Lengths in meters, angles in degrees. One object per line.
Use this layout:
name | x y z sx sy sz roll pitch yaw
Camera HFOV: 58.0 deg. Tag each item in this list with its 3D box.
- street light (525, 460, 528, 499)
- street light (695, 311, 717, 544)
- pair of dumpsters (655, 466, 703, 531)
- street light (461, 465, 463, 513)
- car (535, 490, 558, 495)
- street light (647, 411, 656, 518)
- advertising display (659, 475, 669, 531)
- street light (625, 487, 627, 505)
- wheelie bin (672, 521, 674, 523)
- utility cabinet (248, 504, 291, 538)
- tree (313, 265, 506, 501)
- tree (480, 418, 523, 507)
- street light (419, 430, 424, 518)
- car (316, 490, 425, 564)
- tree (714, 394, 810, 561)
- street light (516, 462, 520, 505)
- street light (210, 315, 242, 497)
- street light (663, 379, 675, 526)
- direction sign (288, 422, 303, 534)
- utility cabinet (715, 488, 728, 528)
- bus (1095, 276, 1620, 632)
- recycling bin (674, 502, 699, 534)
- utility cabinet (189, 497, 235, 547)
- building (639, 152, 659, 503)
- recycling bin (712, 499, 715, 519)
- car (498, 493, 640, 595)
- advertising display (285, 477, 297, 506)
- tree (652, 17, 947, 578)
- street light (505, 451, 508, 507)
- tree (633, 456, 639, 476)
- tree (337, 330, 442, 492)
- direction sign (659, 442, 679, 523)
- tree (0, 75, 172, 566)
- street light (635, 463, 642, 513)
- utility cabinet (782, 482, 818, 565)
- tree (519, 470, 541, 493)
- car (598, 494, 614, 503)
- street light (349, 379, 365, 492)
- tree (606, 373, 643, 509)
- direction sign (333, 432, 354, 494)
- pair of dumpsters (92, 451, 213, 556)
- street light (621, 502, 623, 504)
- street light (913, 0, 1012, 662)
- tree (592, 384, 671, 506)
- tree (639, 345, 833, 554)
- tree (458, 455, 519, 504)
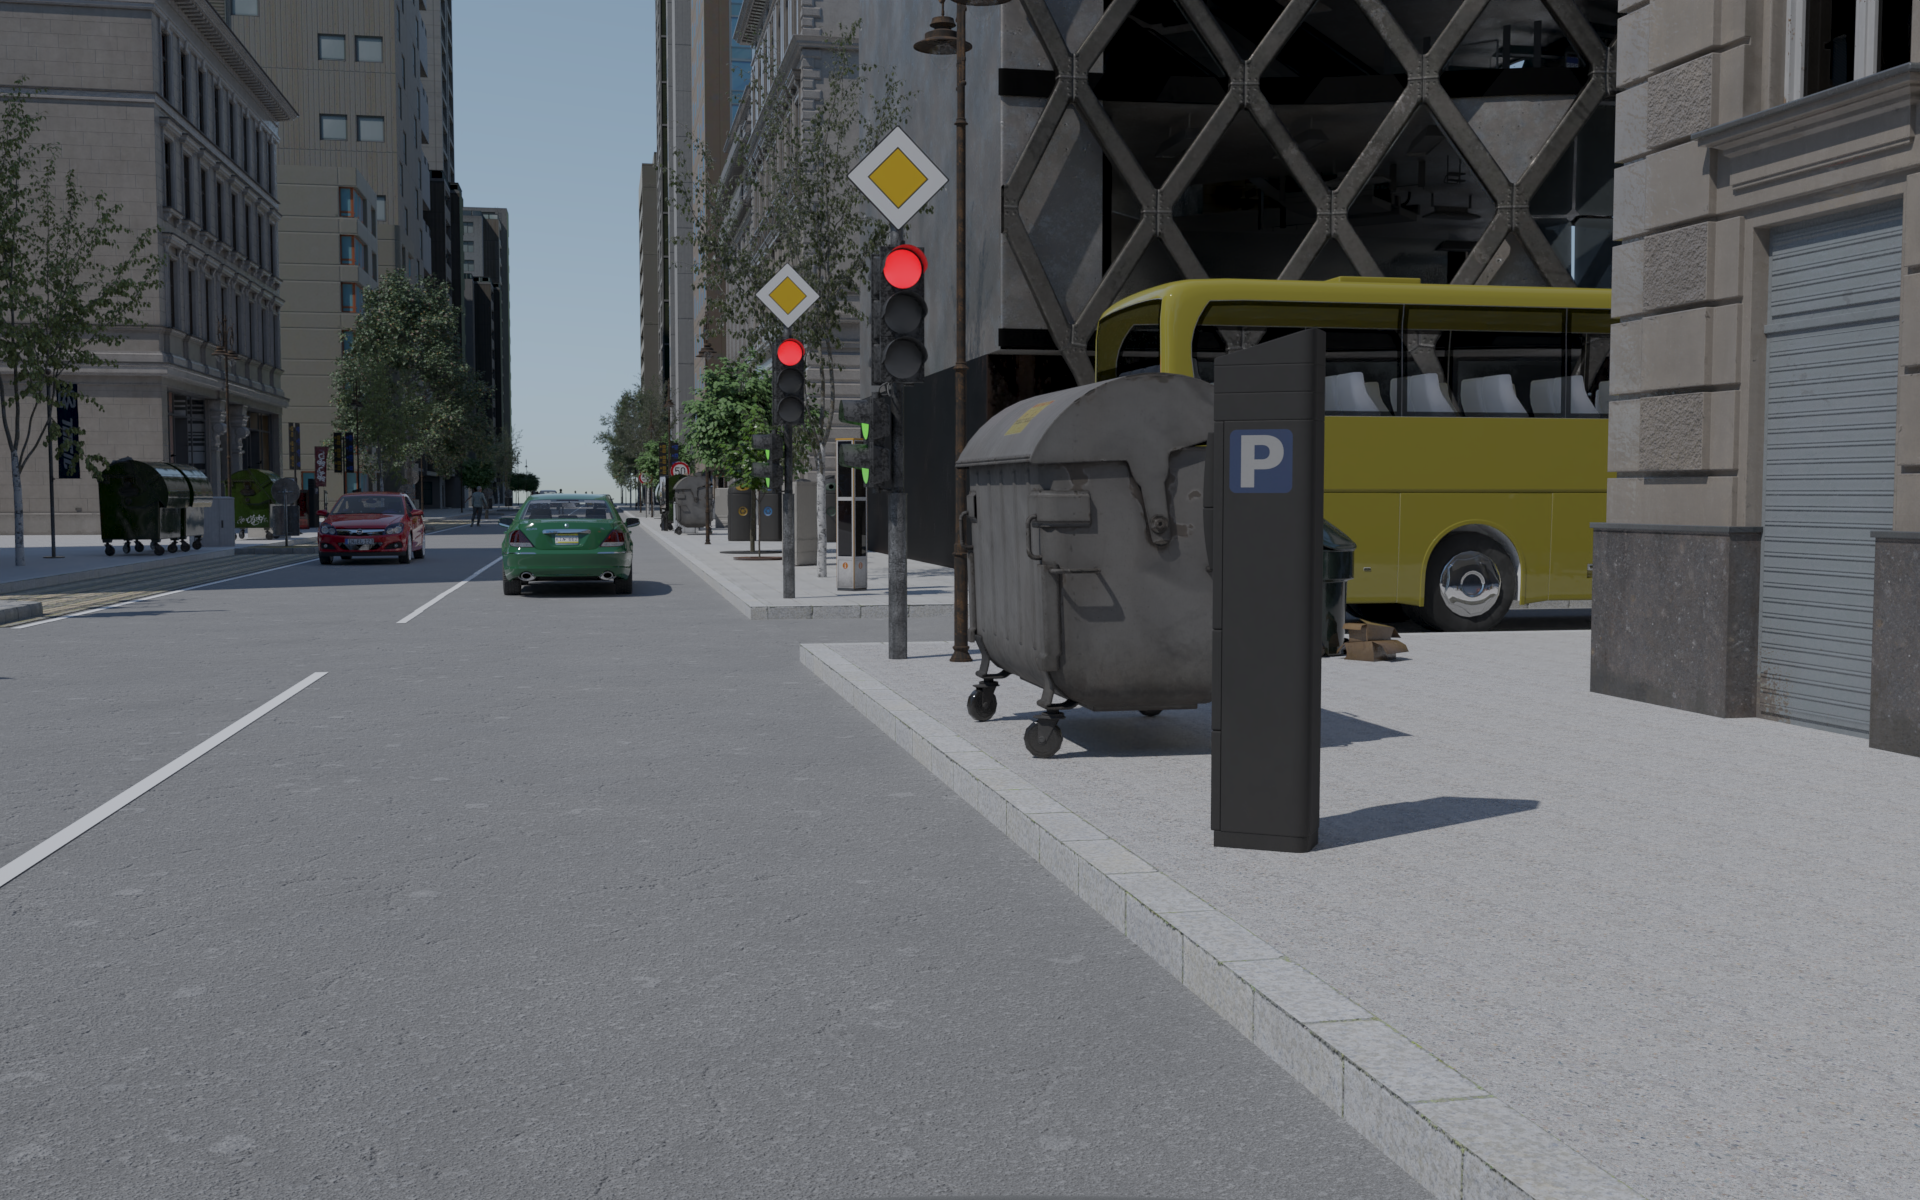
street light | -56.874 -15.563 227.242 0.468 5.910 1.993 -1 4 -12
street light | -6.427 -4.353 43.960 0.468 5.910 1.993 -1 4 -12
pair of dumpsters | -10.185 -3.689 62.815 1.574 2.255 4.437 -1 4 -12
street light | -34.298 -8.948 119.081 0.468 5.910 1.993 -1 4 -12
car | -36.931 -8.970 155.334 2.281 1.827 5.304 -1 4 -13
street light | -16.836 -7.446 94.538 0.468 5.910 1.993 -1 4 -12
advertising display | -10.234 -3.347 59.945 0.123 1.923 0.974 -1 4 -22
street light | -32.226 -12.011 169.166 0.468 5.910 1.993 -1 4 -12
wheelie bin | -12.734 -4.273 77.764 0.693 1.594 0.980 1 4 21
utility cabinet | -20.044 -2.542 50.245 1.173 1.500 0.318 0 4 8
tree | -27.700 -10.401 87.064 9.611 12.733 9.660 0 3 0
tree | -44.789 -13.300 167.819 4.360 8.622 3.978 0 3 0
street light | -29.224 -7.414 94.014 0.468 5.910 1.993 -1 4 -12
car | -12.463 -1.698 36.799 2.155 1.783 4.494 -1 4 -11
tree | -4.035 -2.395 33.757 1.663 3.219 1.824 0 3 0
street light | -51.391 -13.985 201.442 0.468 5.910 1.993 -1 4 -12
street light | -18.942 -4.406 44.829 0.468 5.910 1.993 -1 4 -12
street light | -11.657 -5.916 69.522 0.468 5.910 1.993 -1 4 -12
direction sign | -21.129 -3.857 55.057 0.379 3.537 0.876 0 3 0
utility cabinet | -8.536 -3.422 64.621 1.173 1.500 0.318 1 4 13
bus | 7.705 -1.691 19.197 12.252 3.916 2.896 -1 4 -12
recycling bin | -8.950 -2.694 56.599 0.722 1.027 0.722 0 4 -1
utility cabinet | -18.203 -1.895 42.147 0.306 1.237 1.020 3 5 41
building | -33.786 -37.867 242.824 21.300 48.544 21.600 -1 4 -12
recycling bin | -12.672 -4.599 87.753 0.722 1.027 0.722 -3 5 -40
car | -5.882 -0.874 26.082 2.131 1.459 4.920 -1 4 -12
advertising display | -25.712 -3.754 66.589 0.123 1.923 0.974 0 4 1
tree | -2.365 -4.650 26.390 4.360 8.622 3.978 0 3 0
street light | -46.230 -12.450 176.340 0.468 5.910 1.993 -1 4 -12
tree | -15.236 -6.502 90.027 4.285 4.588 4.351 0 3 0
tree | -26.016 -7.838 78.513 4.737 8.622 4.395 0 3 0
direction sign | -12.752 -5.132 75.908 0.876 3.537 0.379 -2 4 -25
tree | -16.605 -4.912 30.668 4.737 8.622 4.395 0 3 0
street light | -22.027 -8.964 119.350 0.468 5.910 1.993 -1 4 -12
utility cabinet | -2.820 -1.377 31.192 0.318 1.500 1.173 1 4 21
tree | -56.176 -14.382 218.862 4.285 4.588 4.351 0 3 0
car | -32.296 -8.985 156.694 2.009 1.686 4.222 -1 4 -14
street light | -24.215 -5.924 69.650 0.468 5.910 1.993 -1 4 -12
tree | -18.386 -9.286 102.187 4.360 8.622 3.978 0 3 0
direction sign | -22.597 -4.377 63.569 0.876 3.537 0.379 1 4 20
pair of dumpsters | -17.551 -2.155 37.730 1.574 2.255 4.437 -1 4 -12
street light | -38.548 -13.881 199.735 0.468 5.910 1.993 -1 4 -12
street light | 0.008 -2.466 13.107 0.468 5.910 1.993 -1 4 -12
tree | -33.564 -16.149 181.042 9.611 12.733 9.660 0 3 0
tree | -4.483 -3.291 37.514 4.285 4.588 4.351 0 3 0
tree | -38.280 -9.394 137.312 4.285 4.588 4.351 0 3 0
